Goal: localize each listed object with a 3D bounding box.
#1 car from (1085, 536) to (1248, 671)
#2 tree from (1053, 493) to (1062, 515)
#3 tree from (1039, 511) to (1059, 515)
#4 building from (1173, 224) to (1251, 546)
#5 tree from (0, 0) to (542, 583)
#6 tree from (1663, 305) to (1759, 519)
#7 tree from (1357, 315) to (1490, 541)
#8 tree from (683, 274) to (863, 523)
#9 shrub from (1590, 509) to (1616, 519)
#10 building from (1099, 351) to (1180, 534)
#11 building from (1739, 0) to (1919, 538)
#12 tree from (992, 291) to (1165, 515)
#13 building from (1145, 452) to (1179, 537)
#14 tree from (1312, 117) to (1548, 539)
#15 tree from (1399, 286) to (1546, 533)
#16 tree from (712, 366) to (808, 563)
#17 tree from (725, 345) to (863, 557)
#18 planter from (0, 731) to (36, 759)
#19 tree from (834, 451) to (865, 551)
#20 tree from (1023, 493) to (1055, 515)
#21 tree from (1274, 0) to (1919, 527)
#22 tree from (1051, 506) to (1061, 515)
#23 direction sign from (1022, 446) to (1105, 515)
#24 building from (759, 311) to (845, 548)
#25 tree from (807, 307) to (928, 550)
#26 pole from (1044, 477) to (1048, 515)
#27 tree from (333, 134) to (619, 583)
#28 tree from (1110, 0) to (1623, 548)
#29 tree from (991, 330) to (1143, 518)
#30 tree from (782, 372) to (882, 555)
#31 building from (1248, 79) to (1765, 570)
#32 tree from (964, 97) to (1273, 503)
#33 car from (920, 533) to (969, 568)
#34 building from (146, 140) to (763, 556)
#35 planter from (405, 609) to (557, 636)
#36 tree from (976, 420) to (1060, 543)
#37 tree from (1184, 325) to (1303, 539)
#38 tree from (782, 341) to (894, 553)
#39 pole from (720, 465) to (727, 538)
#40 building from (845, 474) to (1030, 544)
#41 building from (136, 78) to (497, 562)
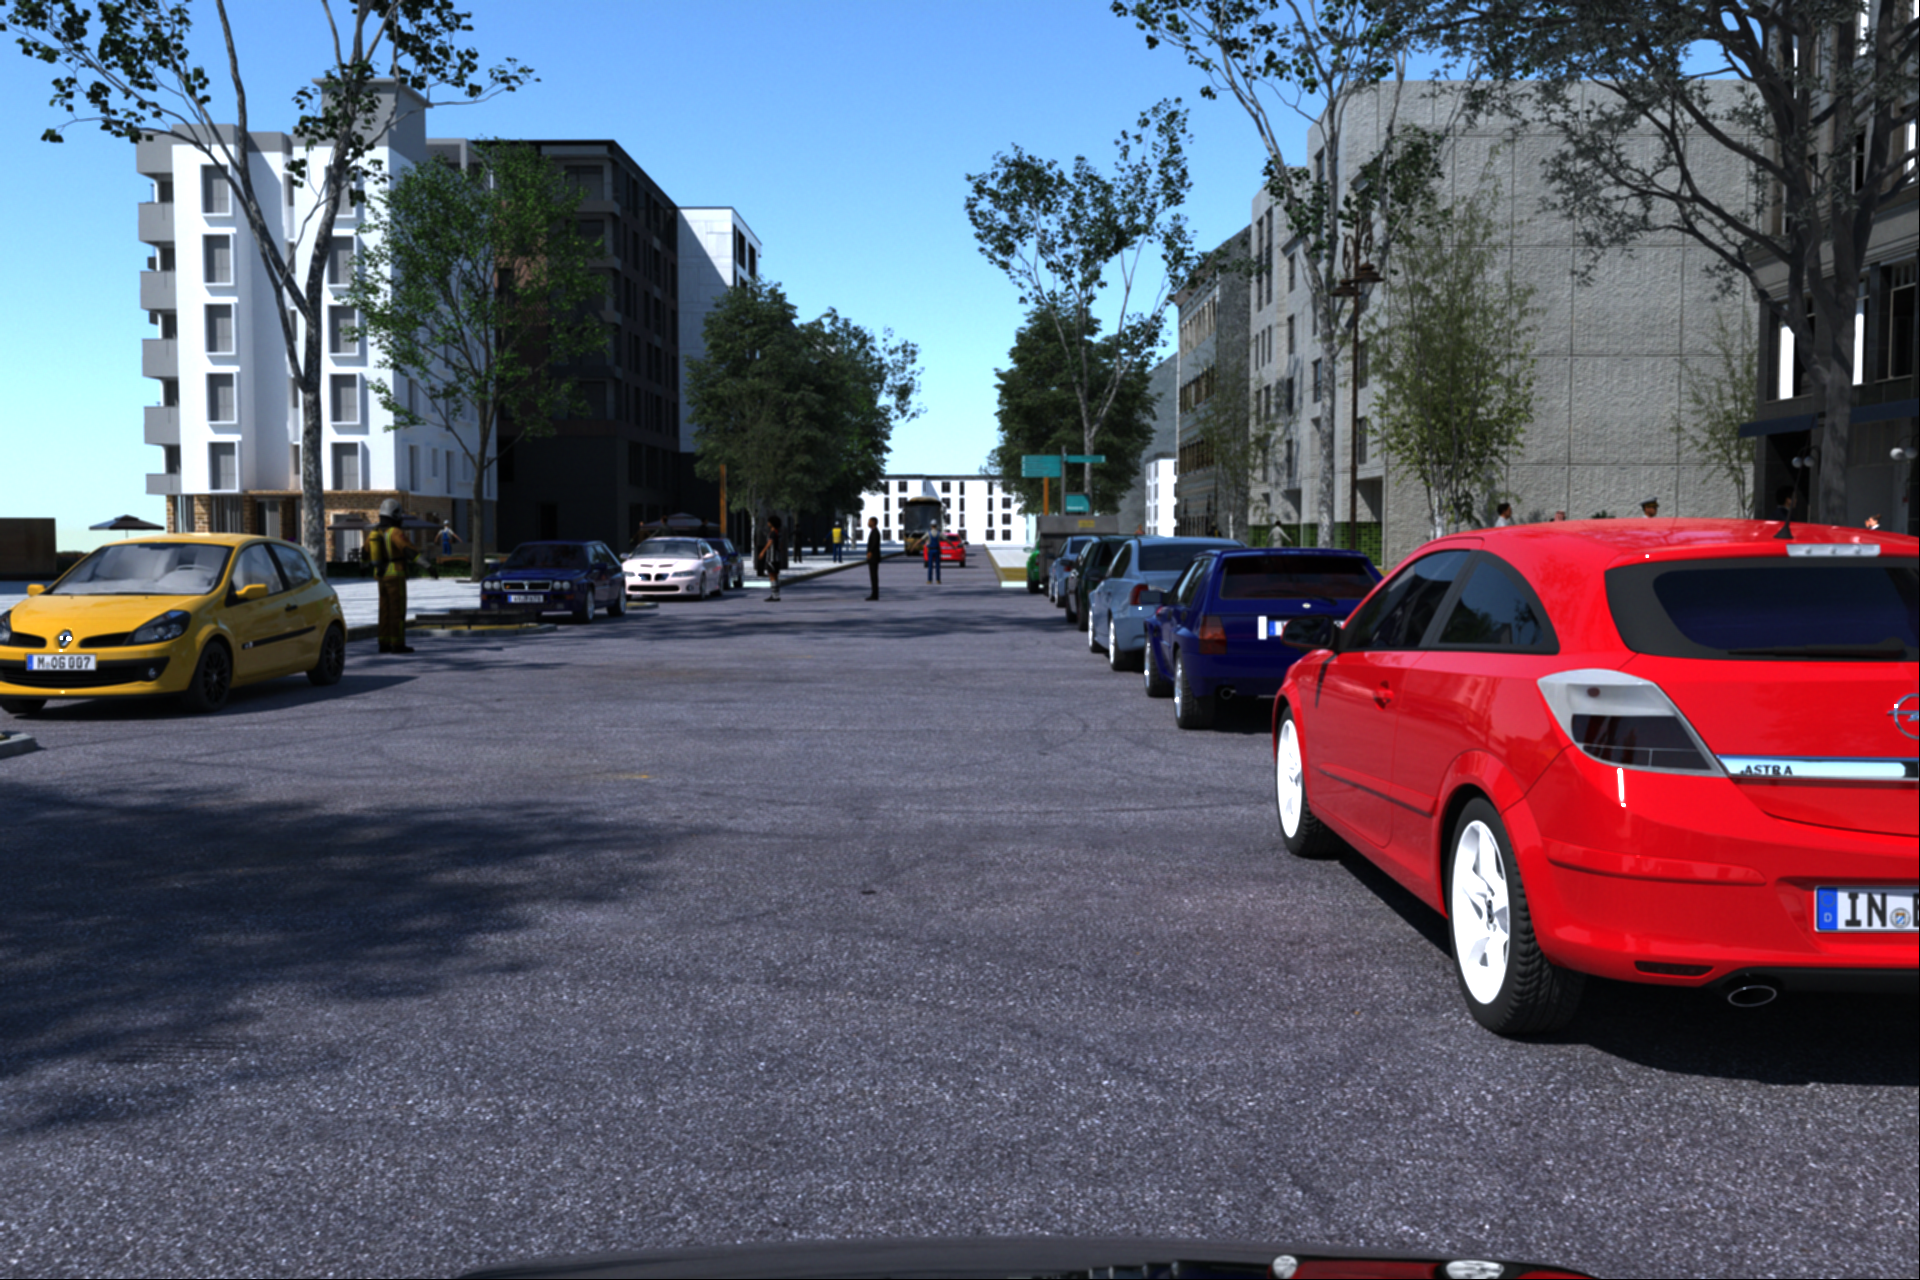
[{"bbox_3d":[2.440,-0.453,19.411,2.014,1.417,4.499,0,4,0],"label":"car"},{"bbox_3d":[6.977,-10.039,114.506,4.737,8.622,4.395,0,3,0],"label":"tree"},{"bbox_3d":[14.447,-18.966,244.504,7.601,10.594,8.767,0,4,-5],"label":"tree"},{"bbox_3d":[23.222,-16.605,102.418,19.493,23.208,18.063,0,4,0],"label":"building"},{"bbox_3d":[-13.488,-10.870,33.614,12.611,20.169,13.585,0,3,0],"label":"tree"},{"bbox_3d":[25.250,-6.398,54.972,4.360,8.622,3.978,0,3,0],"label":"tree"},{"bbox_3d":[15.483,-6.523,57.010,4.737,8.622,4.395,0,3,0],"label":"tree"},{"bbox_3d":[-9.200,-10.907,84.982,9.857,13.997,8.962,0,3,0],"label":"tree"},{"bbox_3d":[19.126,-2.879,51.491,1.690,2.028,1.600,0,3,0],"label":"shrub"},{"bbox_3d":[26.499,-22.925,205.759,19.493,23.208,18.063,0,4,0],"label":"building"},{"bbox_3d":[28.900,-15.789,37.742,16.754,29.471,25.880,0,4,1],"label":"building"},{"bbox_3d":[6.133,-11.251,90.607,9.857,13.997,8.962,0,3,0],"label":"tree"},{"bbox_3d":[24.880,-14.391,177.436,9.099,9.664,28.070,0,4,0],"label":"building"},{"bbox_3d":[8.708,-4.922,30.840,4.360,8.622,3.978,0,3,0],"label":"tree"},{"bbox_3d":[15.062,-6.186,51.497,4.737,8.622,4.395,0,3,0],"label":"tree"},{"bbox_3d":[-9.407,-7.732,76.778,4.360,8.622,3.978,0,3,0],"label":"tree"},{"bbox_3d":[-9.163,-10.385,95.548,9.928,11.665,9.643,0,3,0],"label":"tree"},{"bbox_3d":[-7.109,0.622,10.976,1.991,0.319,1.994,0,4,0],"label":"planter"},{"bbox_3d":[-8.342,-11.095,131.763,4.360,8.622,3.978,0,3,0],"label":"tree"},{"bbox_3d":[6.701,-10.991,130.069,4.737,8.622,4.395,0,3,0],"label":"tree"},{"bbox_3d":[8.052,-6.451,15.840,12.009,13.543,11.850,0,3,0],"label":"tree"},{"bbox_3d":[6.835,-10.558,122.987,4.737,8.622,4.395,0,3,0],"label":"tree"},{"bbox_3d":[3.126,-3.858,51.836,2.525,3.948,1.411,0,3,0],"label":"direction sign"},{"bbox_3d":[-26.653,-20.240,174.898,27.936,21.610,32.646,0,3,0],"label":"building"},{"bbox_3d":[-8.689,-17.573,143.206,12.611,20.169,13.585,0,3,0],"label":"tree"},{"bbox_3d":[3.087,-4.181,62.205,0.158,3.312,0.155,0,3,0],"label":"pole"},{"bbox_3d":[-12.551,-7.312,45.304,9.928,11.665,9.643,0,3,0],"label":"tree"},{"bbox_3d":[9.950,-11.248,39.799,12.611,20.169,13.585,0,3,0],"label":"tree"},{"bbox_3d":[6.329,-12.012,103.047,9.857,13.997,8.962,0,3,0],"label":"tree"},{"bbox_3d":[-8.774,-11.007,105.724,9.928,11.665,9.643,0,3,0],"label":"tree"},{"bbox_3d":[23.558,-12.831,76.237,16.747,18.905,31.486,0,4,1],"label":"building"},{"bbox_3d":[6.838,-13.400,74.979,12.611,20.169,13.585,0,3,0],"label":"tree"},{"bbox_3d":[-0.668,-4.046,75.196,2.155,1.783,4.494,0,4,-1],"label":"car"},{"bbox_3d":[-28.159,-16.058,106.531,27.936,21.610,32.646,0,4,1],"label":"building"},{"bbox_3d":[-6.985,-0.252,25.256,1.991,0.319,1.994,0,4,1],"label":"planter"},{"bbox_3d":[6.578,-14.334,144.733,12.009,13.543,11.850,0,3,0],"label":"tree"},{"bbox_3d":[9.566,-6.770,61.054,4.360,8.622,3.978,0,3,0],"label":"tree"},{"bbox_3d":[-8.787,-12.803,115.985,9.857,13.997,8.962,0,3,0],"label":"tree"},{"bbox_3d":[-6.958,-3.492,50.932,0.158,3.312,0.155,0,3,0],"label":"pole"},{"bbox_3d":[-4.521,-18.261,243.171,28.070,9.664,9.099,1,4,9],"label":"building"},{"bbox_3d":[-28.285,-13.270,73.379,16.016,20.090,11.380,0,4,1],"label":"building"}]
